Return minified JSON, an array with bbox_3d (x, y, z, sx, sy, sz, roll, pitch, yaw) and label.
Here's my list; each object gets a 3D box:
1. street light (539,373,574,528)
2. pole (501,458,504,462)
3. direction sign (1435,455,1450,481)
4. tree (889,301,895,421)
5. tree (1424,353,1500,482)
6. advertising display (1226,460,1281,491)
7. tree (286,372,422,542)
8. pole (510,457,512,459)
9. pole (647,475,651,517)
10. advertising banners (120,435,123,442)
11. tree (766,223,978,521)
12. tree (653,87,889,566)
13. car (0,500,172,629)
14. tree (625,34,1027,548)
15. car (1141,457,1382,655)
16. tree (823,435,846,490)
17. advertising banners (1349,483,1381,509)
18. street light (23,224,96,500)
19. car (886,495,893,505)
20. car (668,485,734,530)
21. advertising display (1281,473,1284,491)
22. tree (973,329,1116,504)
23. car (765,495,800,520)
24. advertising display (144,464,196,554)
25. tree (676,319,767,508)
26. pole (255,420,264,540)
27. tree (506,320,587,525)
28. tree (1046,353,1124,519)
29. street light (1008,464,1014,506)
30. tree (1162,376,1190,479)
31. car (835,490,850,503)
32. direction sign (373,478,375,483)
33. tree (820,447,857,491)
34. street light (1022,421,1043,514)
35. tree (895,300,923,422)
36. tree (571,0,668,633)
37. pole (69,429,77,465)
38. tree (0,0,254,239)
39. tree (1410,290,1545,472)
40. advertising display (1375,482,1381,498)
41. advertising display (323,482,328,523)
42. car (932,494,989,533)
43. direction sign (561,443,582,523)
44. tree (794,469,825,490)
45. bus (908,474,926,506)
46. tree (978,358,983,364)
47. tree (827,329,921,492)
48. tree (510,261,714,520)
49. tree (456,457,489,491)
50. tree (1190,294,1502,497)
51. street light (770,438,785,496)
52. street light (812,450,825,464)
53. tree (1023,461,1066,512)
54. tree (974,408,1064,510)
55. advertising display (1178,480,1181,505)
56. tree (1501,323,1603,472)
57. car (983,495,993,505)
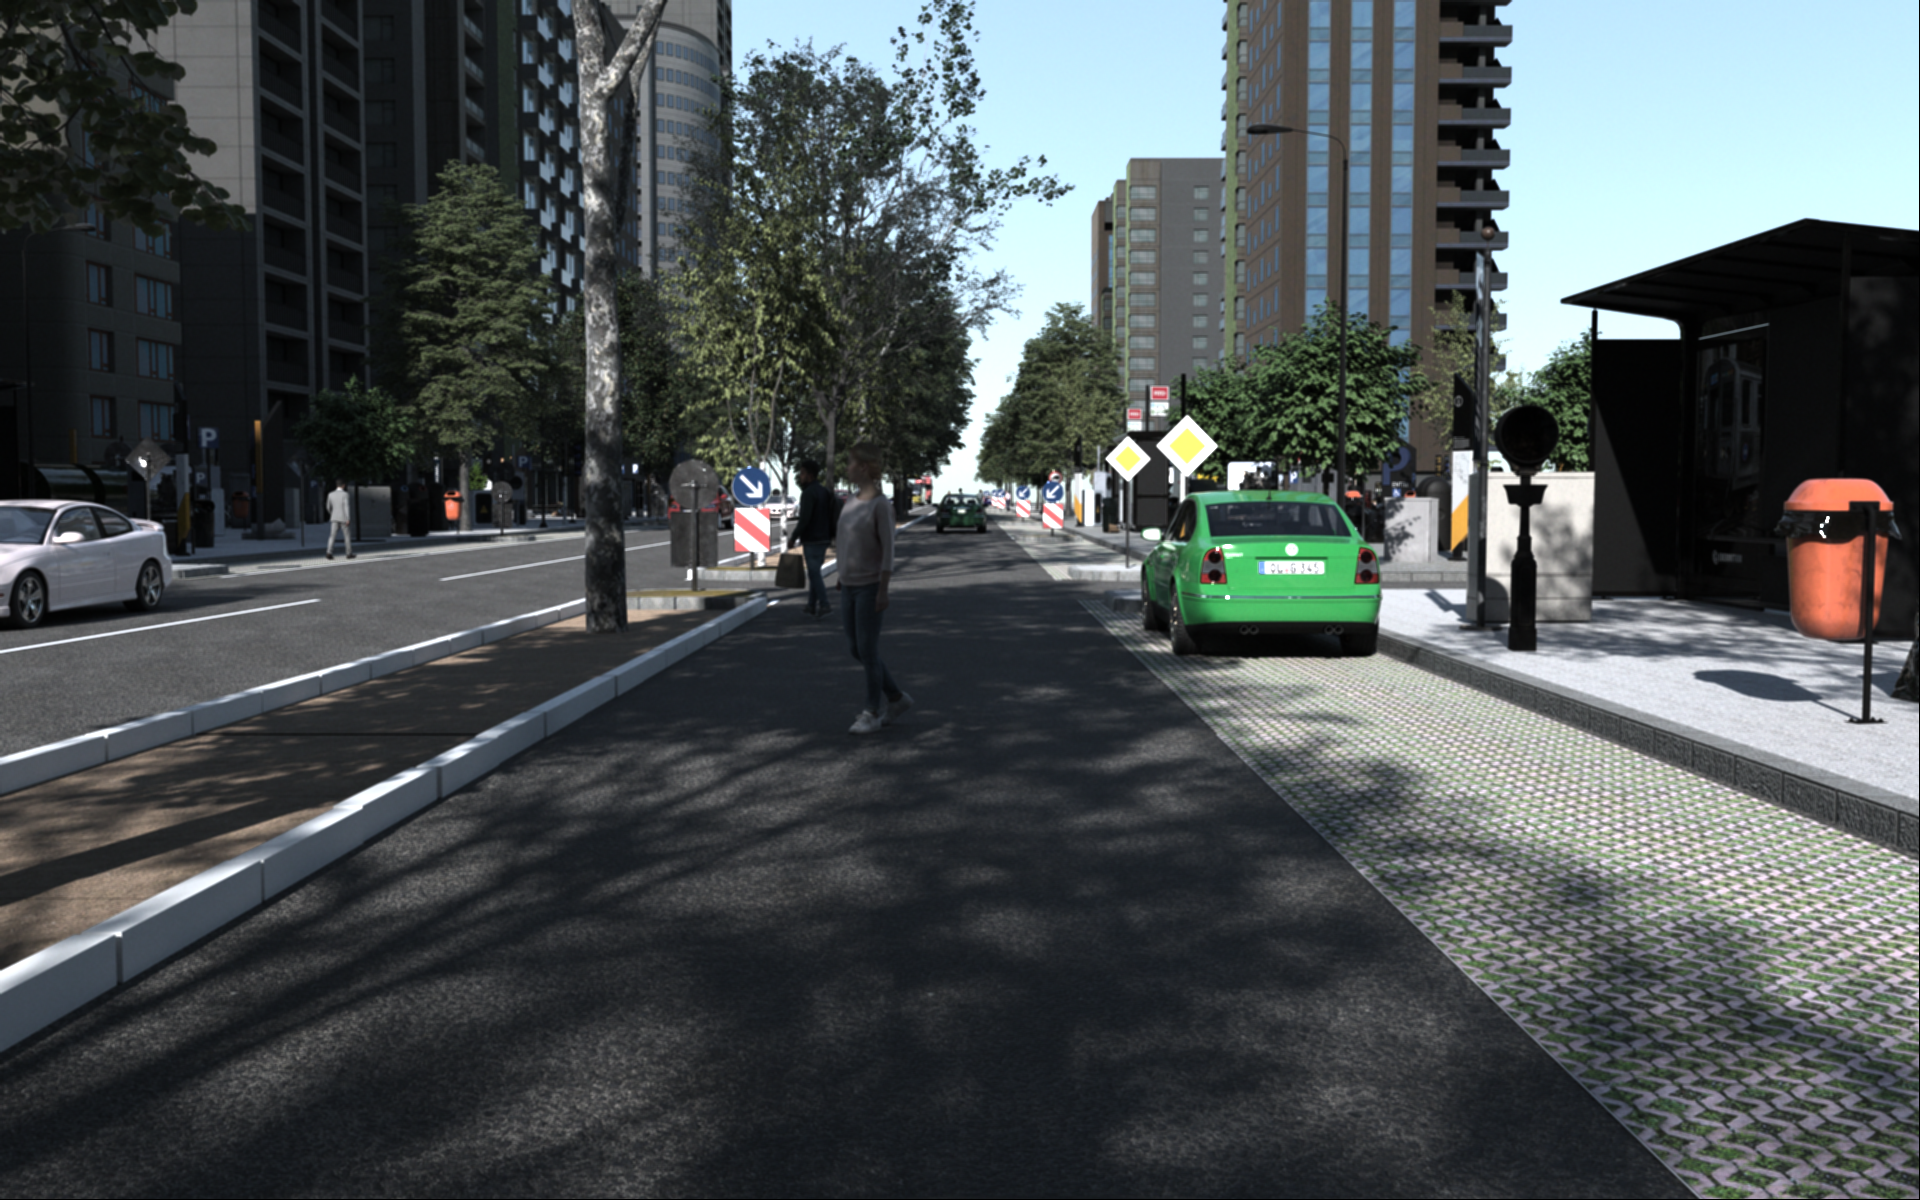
[{"bbox_3d":[-15.362,-5.713,65.950,1.470,5.913,1.316,0,4,0],"label":"street light"},{"bbox_3d":[-25.983,-6.399,98.461,0.158,3.312,0.155,0,3,0],"label":"pole"},{"bbox_3d":[27.955,-6.625,100.317,0.876,3.537,0.379,2,4,32],"label":"direction sign"},{"bbox_3d":[-3.723,-5.103,36.247,4.737,8.622,4.395,0,3,0],"label":"tree"},{"bbox_3d":[26.424,-8.653,91.833,4.360,8.622,3.978,0,3,0],"label":"tree"},{"bbox_3d":[5.487,-1.673,32.567,0.974,1.923,0.123,1,4,13],"label":"advertising display"},{"bbox_3d":[-16.346,-3.860,46.827,4.285,4.588,4.351,0,3,0],"label":"tree"},{"bbox_3d":[-24.394,-6.150,94.393,0.158,3.312,0.155,0,3,0],"label":"pole"},{"bbox_3d":[-17.072,-6.184,94.954,0.158,3.312,0.155,0,3,0],"label":"pole"},{"bbox_3d":[-25.554,-3.451,52.613,0.090,3.025,2.074,-2,4,-33],"label":"advertising banners"},{"bbox_3d":[-3.812,-10.480,80.459,9.857,13.997,8.962,0,3,0],"label":"tree"},{"bbox_3d":[-3.642,-4.807,31.419,4.737,8.622,4.395,0,3,0],"label":"tree"},{"bbox_3d":[-10.808,-0.459,19.864,2.083,1.381,4.827,0,4,0],"label":"car"},{"bbox_3d":[-3.444,-8.125,45.671,12.009,13.543,11.850,0,3,0],"label":"tree"},{"bbox_3d":[2.787,-0.484,16.713,1.959,1.807,4.718,0,4,0],"label":"car"},{"bbox_3d":[-15.391,-17.477,220.168,8.767,10.594,7.601,2,4,28],"label":"tree"},{"bbox_3d":[17.034,-4.664,72.444,2.074,3.025,0.090,-2,4,-23],"label":"advertising banners"},{"bbox_3d":[-15.542,-3.509,29.921,1.470,5.913,1.316,0,4,0],"label":"street light"},{"bbox_3d":[-6.861,-9.389,166.087,1.945,1.354,3.894,0,3,0],"label":"car"},{"bbox_3d":[-10.422,-3.748,69.950,2.281,1.827,5.304,0,4,1],"label":"car"},{"bbox_3d":[9.680,-2.940,53.280,0.123,1.923,0.974,3,4,39],"label":"advertising display"},{"bbox_3d":[6.434,-12.267,117.574,9.611,12.733,9.660,0,3,0],"label":"tree"},{"bbox_3d":[-9.937,-5.133,96.294,2.083,1.381,4.827,0,4,0],"label":"car"},{"bbox_3d":[-16.770,-1.930,36.772,0.974,1.923,0.123,-2,4,-25],"label":"advertising display"},{"bbox_3d":[-16.261,-13.204,122.534,9.857,13.997,8.962,0,3,0],"label":"tree"},{"bbox_3d":[-19.451,-3.318,48.085,0.158,3.312,0.155,0,3,0],"label":"pole"},{"bbox_3d":[-16.879,-7.484,72.726,4.360,8.622,3.978,0,3,0],"label":"tree"},{"bbox_3d":[6.180,-8.552,90.193,4.737,8.622,4.395,0,3,0],"label":"tree"},{"bbox_3d":[4.710,-10.603,145.894,1.470,5.913,1.316,0,4,0],"label":"street light"},{"bbox_3d":[6.091,-3.412,39.499,4.285,4.588,4.351,0,3,0],"label":"tree"},{"bbox_3d":[-10.261,-8.495,147.565,2.281,1.827,5.304,0,4,-1],"label":"car"},{"bbox_3d":[-26.258,-5.237,77.616,0.379,3.537,0.876,0,4,-3],"label":"direction sign"},{"bbox_3d":[-16.191,-20.543,252.880,9.611,12.733,9.660,0,3,0],"label":"tree"},{"bbox_3d":[4.640,-8.386,109.644,1.470,5.913,1.316,0,4,0],"label":"street light"},{"bbox_3d":[-3.103,-6.219,54.505,4.737,8.622,4.395,0,3,0],"label":"tree"},{"bbox_3d":[-2.438,-9.668,16.420,12.611,20.169,13.585,0,3,0],"label":"tree"},{"bbox_3d":[-27.761,-3.697,54.281,0.158,3.312,0.155,0,3,0],"label":"pole"},{"bbox_3d":[-3.573,-5.116,4.226,7.486,12.596,7.792,0,3,0],"label":"tree"},{"bbox_3d":[18.178,-6.810,61.699,4.737,8.622,4.395,0,3,0],"label":"tree"},{"bbox_3d":[22.767,-5.366,92.950,0.974,1.923,0.123,0,4,3],"label":"advertising display"},{"bbox_3d":[-28.710,-4.463,78.188,0.123,1.923,0.974,-3,4,-36],"label":"advertising display"},{"bbox_3d":[0.026,-3.229,64.595,2.131,1.459,4.920,0,4,-1],"label":"car"},{"bbox_3d":[-17.152,-5.171,76.542,0.876,3.537,0.379,0,4,0],"label":"direction sign"},{"bbox_3d":[-15.810,-12.164,182.590,4.285,4.588,4.351,0,3,0],"label":"tree"},{"bbox_3d":[-5.757,-13.630,214.403,2.896,3.916,12.252,0,4,1],"label":"bus"},{"bbox_3d":[-3.261,-11.171,91.763,9.857,13.997,8.962,0,3,0],"label":"tree"},{"bbox_3d":[-3.601,-7.360,73.161,4.360,8.622,3.978,0,3,0],"label":"tree"},{"bbox_3d":[-16.897,-10.297,85.362,9.611,12.733,9.660,0,3,0],"label":"tree"},{"bbox_3d":[-24.821,-5.782,89.138,1.663,3.219,1.824,0,3,0],"label":"tree"},{"bbox_3d":[6.167,-2.748,28.650,4.285,4.588,4.351,0,3,0],"label":"tree"},{"bbox_3d":[-15.101,-10.411,142.755,1.470,5.913,1.316,0,4,0],"label":"street light"},{"bbox_3d":[-14.928,-12.604,178.619,1.470,5.913,1.316,0,4,0],"label":"street light"},{"bbox_3d":[6.262,-8.800,127.590,4.285,4.588,4.351,0,3,0],"label":"tree"},{"bbox_3d":[6.315,-14.345,168.949,8.767,10.594,7.601,-1,4,-20],"label":"tree"},{"bbox_3d":[9.956,-4.477,78.406,0.123,1.923,0.974,0,4,4],"label":"advertising display"},{"bbox_3d":[12.143,-3.037,33.376,4.285,4.588,4.351,0,3,0],"label":"tree"},{"bbox_3d":[3.436,-10.915,191.034,1.945,1.354,3.894,0,4,1],"label":"car"}]
